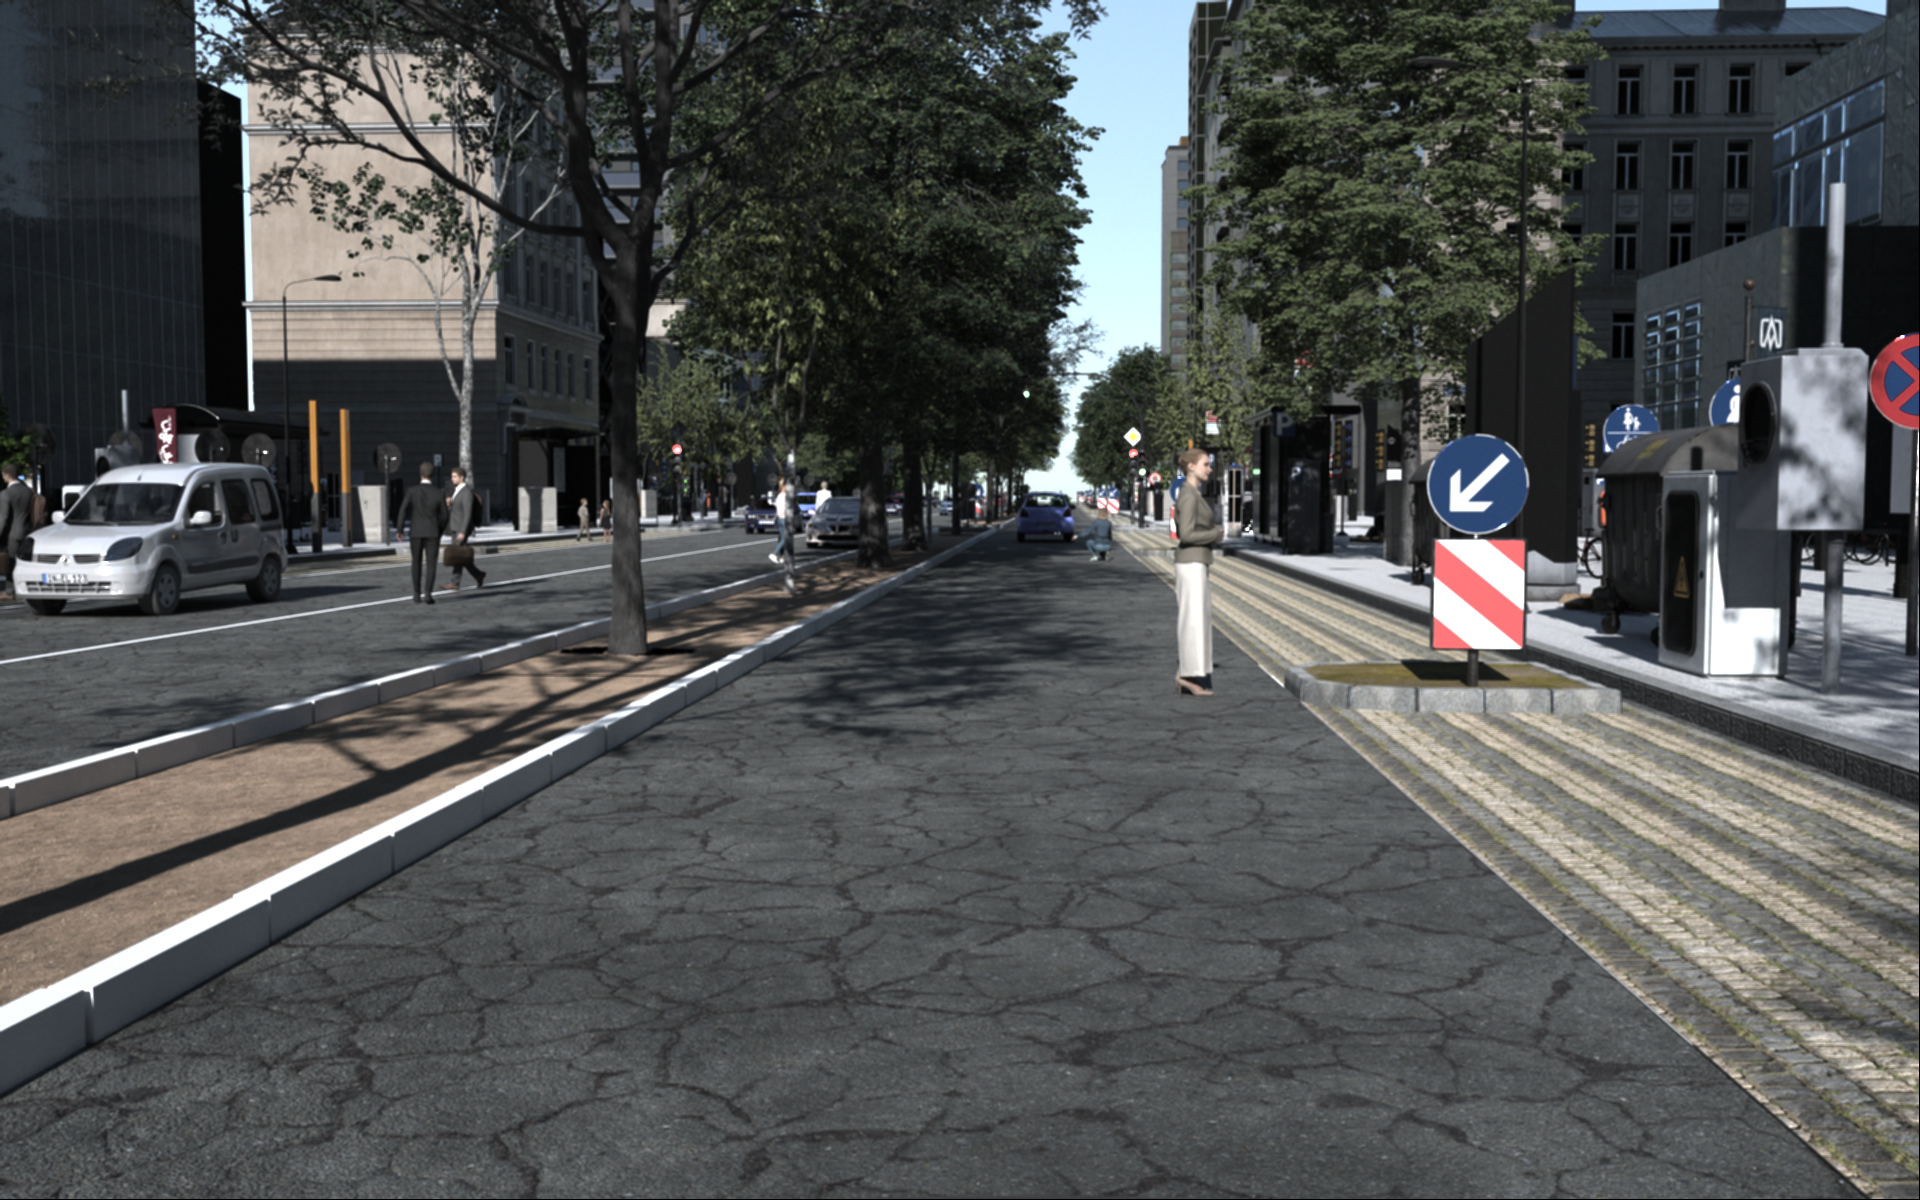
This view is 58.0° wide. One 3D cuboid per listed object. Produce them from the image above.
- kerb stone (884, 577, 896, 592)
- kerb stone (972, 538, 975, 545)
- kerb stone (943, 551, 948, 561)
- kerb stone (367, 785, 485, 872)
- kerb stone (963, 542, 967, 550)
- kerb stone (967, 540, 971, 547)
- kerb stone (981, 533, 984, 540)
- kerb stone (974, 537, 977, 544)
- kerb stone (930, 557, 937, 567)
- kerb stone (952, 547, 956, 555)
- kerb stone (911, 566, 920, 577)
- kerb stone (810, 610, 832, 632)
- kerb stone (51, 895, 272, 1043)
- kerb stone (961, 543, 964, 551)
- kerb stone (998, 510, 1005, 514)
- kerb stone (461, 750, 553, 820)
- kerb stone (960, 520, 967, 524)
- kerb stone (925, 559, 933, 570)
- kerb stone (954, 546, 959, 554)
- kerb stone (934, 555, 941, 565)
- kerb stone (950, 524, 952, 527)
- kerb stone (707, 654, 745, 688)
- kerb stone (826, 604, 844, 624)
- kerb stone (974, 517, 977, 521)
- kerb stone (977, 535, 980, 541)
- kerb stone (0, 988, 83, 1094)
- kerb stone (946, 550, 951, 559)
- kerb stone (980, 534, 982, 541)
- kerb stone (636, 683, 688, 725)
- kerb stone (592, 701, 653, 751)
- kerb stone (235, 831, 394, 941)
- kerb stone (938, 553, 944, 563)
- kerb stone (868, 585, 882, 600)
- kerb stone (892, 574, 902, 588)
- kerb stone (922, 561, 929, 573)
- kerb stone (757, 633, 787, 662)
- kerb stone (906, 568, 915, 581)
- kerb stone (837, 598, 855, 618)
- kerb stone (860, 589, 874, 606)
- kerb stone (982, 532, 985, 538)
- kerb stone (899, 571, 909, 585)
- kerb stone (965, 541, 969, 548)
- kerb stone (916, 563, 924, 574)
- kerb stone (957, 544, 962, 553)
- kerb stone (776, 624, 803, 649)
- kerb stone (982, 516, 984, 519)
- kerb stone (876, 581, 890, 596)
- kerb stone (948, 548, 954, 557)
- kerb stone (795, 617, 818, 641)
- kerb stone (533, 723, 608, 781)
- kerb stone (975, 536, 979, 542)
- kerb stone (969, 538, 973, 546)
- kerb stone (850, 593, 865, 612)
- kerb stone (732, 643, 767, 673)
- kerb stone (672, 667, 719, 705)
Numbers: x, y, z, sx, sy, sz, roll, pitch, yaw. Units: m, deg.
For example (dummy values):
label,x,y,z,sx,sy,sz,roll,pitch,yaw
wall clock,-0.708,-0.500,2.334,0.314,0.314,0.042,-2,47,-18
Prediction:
label,x,y,z,sx,sy,sz,roll,pitch,yaw
kerb stone,-1.081,-0.201,25.477,0.120,0.150,1.000,0,4,3
kerb stone,0.263,-1.571,47.986,0.120,0.150,1.000,0,4,3
kerb stone,-0.405,-0.890,36.742,0.120,0.150,1.000,0,4,3
kerb stone,-2.172,0.926,7.060,0.120,0.150,1.000,0,4,3
kerb stone,0.019,-1.327,43.896,0.120,0.150,1.000,0,4,3
kerb stone,0.141,-1.448,45.938,0.120,0.150,1.000,0,4,3
kerb stone,0.573,-1.890,53.097,0.120,0.150,1.000,0,4,3
kerb stone,0.316,-1.640,49.007,0.120,0.150,1.000,0,4,3
kerb stone,-0.596,-0.701,33.658,0.120,0.150,1.000,0,4,3
kerb stone,-0.231,-1.077,39.810,0.120,0.150,1.000,0,4,3
kerb stone,-0.835,-0.446,29.571,0.120,0.150,1.000,0,4,3
kerb stone,-1.505,0.238,18.300,0.120,0.150,1.000,0,4,3
kerb stone,-2.289,1.054,5.016,0.120,0.150,1.000,0,4,3
kerb stone,-0.045,-1.265,42.875,0.120,0.150,1.000,0,4,3
kerb stone,3.196,-6.750,132.563,0.120,0.150,1.000,0,4,3
kerb stone,-2.118,0.863,8.086,0.120,0.150,1.000,0,4,3
kerb stone,0.209,-3.678,82.461,0.120,0.150,1.000,0,4,3
kerb stone,-0.650,-0.639,32.638,0.120,0.150,1.000,0,4,3
kerb stone,-0.164,-1.134,40.834,0.120,0.150,1.000,0,4,3
kerb stone,-0.526,-0.764,34.686,0.120,0.150,1.000,0,4,3
kerb stone,-0.219,-3.247,75.301,0.120,0.150,1.000,0,4,3
kerb stone,-1.808,0.552,13.195,0.120,0.150,1.000,0,4,3
kerb stone,-1.444,0.183,19.320,0.120,0.150,1.000,0,4,3
kerb stone,0.694,-4.186,90.636,0.120,0.150,1.000,0,4,3
kerb stone,0.444,-1.759,51.057,0.120,0.150,1.000,0,4,3
kerb stone,-2.358,1.113,3.996,0.120,0.150,1.000,0,4,3
kerb stone,-0.339,-0.952,37.762,0.120,0.150,1.000,0,4,3
kerb stone,0.505,-1.828,52.077,0.120,0.150,1.000,0,4,3
kerb stone,-1.938,0.680,11.152,0.120,0.150,1.000,0,4,3
kerb stone,-1.991,0.743,10.130,0.120,0.150,1.000,0,4,3
kerb stone,-2.234,0.988,6.040,0.120,0.150,1.000,0,4,3
kerb stone,-0.473,-0.827,35.712,0.120,0.150,1.000,0,4,3
kerb stone,-1.205,-0.073,23.431,0.120,0.150,1.000,0,4,3
kerb stone,-1.027,-0.262,26.501,0.120,0.150,1.000,0,4,3
kerb stone,-0.708,-0.576,31.613,0.120,0.150,1.000,0,4,3
kerb stone,-1.681,0.428,15.236,0.120,0.150,1.000,0,4,3
kerb stone,-0.892,-0.389,28.550,0.120,0.150,1.000,0,4,3
kerb stone,-1.382,0.113,20.351,0.120,0.150,1.000,0,4,3
kerb stone,-1.261,-0.010,22.410,0.120,0.150,1.000,0,4,3
kerb stone,0.622,-1.953,54.121,0.120,0.150,1.000,0,4,3
kerb stone,-0.961,-0.325,27.521,0.120,0.150,1.000,0,4,3
kerb stone,0.076,-1.390,44.916,0.120,0.150,1.000,0,4,3
kerb stone,-0.780,-0.514,30.591,0.120,0.150,1.000,0,4,3
kerb stone,-0.102,-1.202,41.855,0.120,0.150,1.000,0,4,3
kerb stone,-1.633,0.363,16.257,0.120,0.150,1.000,0,4,3
kerb stone,1.132,-4.624,97.797,0.120,0.150,1.000,0,4,3
kerb stone,-1.136,-0.137,24.456,0.120,0.150,1.000,0,4,3
kerb stone,-0.289,-1.011,38.788,0.120,0.150,1.000,0,4,3
kerb stone,-1.570,0.302,17.279,0.120,0.150,1.000,0,4,3
kerb stone,-2.058,0.800,9.110,0.120,0.150,1.000,0,4,3
kerb stone,0.388,-1.703,50.036,0.120,0.150,1.000,0,4,3
kerb stone,0.206,-1.515,46.965,0.120,0.150,1.000,0,4,3
kerb stone,-1.318,0.051,21.384,0.120,0.150,1.000,0,4,3
kerb stone,-1.755,0.488,14.216,0.120,0.150,1.000,0,4,3
kerb stone,-1.874,0.613,12.172,0.120,0.150,1.000,0,4,3
